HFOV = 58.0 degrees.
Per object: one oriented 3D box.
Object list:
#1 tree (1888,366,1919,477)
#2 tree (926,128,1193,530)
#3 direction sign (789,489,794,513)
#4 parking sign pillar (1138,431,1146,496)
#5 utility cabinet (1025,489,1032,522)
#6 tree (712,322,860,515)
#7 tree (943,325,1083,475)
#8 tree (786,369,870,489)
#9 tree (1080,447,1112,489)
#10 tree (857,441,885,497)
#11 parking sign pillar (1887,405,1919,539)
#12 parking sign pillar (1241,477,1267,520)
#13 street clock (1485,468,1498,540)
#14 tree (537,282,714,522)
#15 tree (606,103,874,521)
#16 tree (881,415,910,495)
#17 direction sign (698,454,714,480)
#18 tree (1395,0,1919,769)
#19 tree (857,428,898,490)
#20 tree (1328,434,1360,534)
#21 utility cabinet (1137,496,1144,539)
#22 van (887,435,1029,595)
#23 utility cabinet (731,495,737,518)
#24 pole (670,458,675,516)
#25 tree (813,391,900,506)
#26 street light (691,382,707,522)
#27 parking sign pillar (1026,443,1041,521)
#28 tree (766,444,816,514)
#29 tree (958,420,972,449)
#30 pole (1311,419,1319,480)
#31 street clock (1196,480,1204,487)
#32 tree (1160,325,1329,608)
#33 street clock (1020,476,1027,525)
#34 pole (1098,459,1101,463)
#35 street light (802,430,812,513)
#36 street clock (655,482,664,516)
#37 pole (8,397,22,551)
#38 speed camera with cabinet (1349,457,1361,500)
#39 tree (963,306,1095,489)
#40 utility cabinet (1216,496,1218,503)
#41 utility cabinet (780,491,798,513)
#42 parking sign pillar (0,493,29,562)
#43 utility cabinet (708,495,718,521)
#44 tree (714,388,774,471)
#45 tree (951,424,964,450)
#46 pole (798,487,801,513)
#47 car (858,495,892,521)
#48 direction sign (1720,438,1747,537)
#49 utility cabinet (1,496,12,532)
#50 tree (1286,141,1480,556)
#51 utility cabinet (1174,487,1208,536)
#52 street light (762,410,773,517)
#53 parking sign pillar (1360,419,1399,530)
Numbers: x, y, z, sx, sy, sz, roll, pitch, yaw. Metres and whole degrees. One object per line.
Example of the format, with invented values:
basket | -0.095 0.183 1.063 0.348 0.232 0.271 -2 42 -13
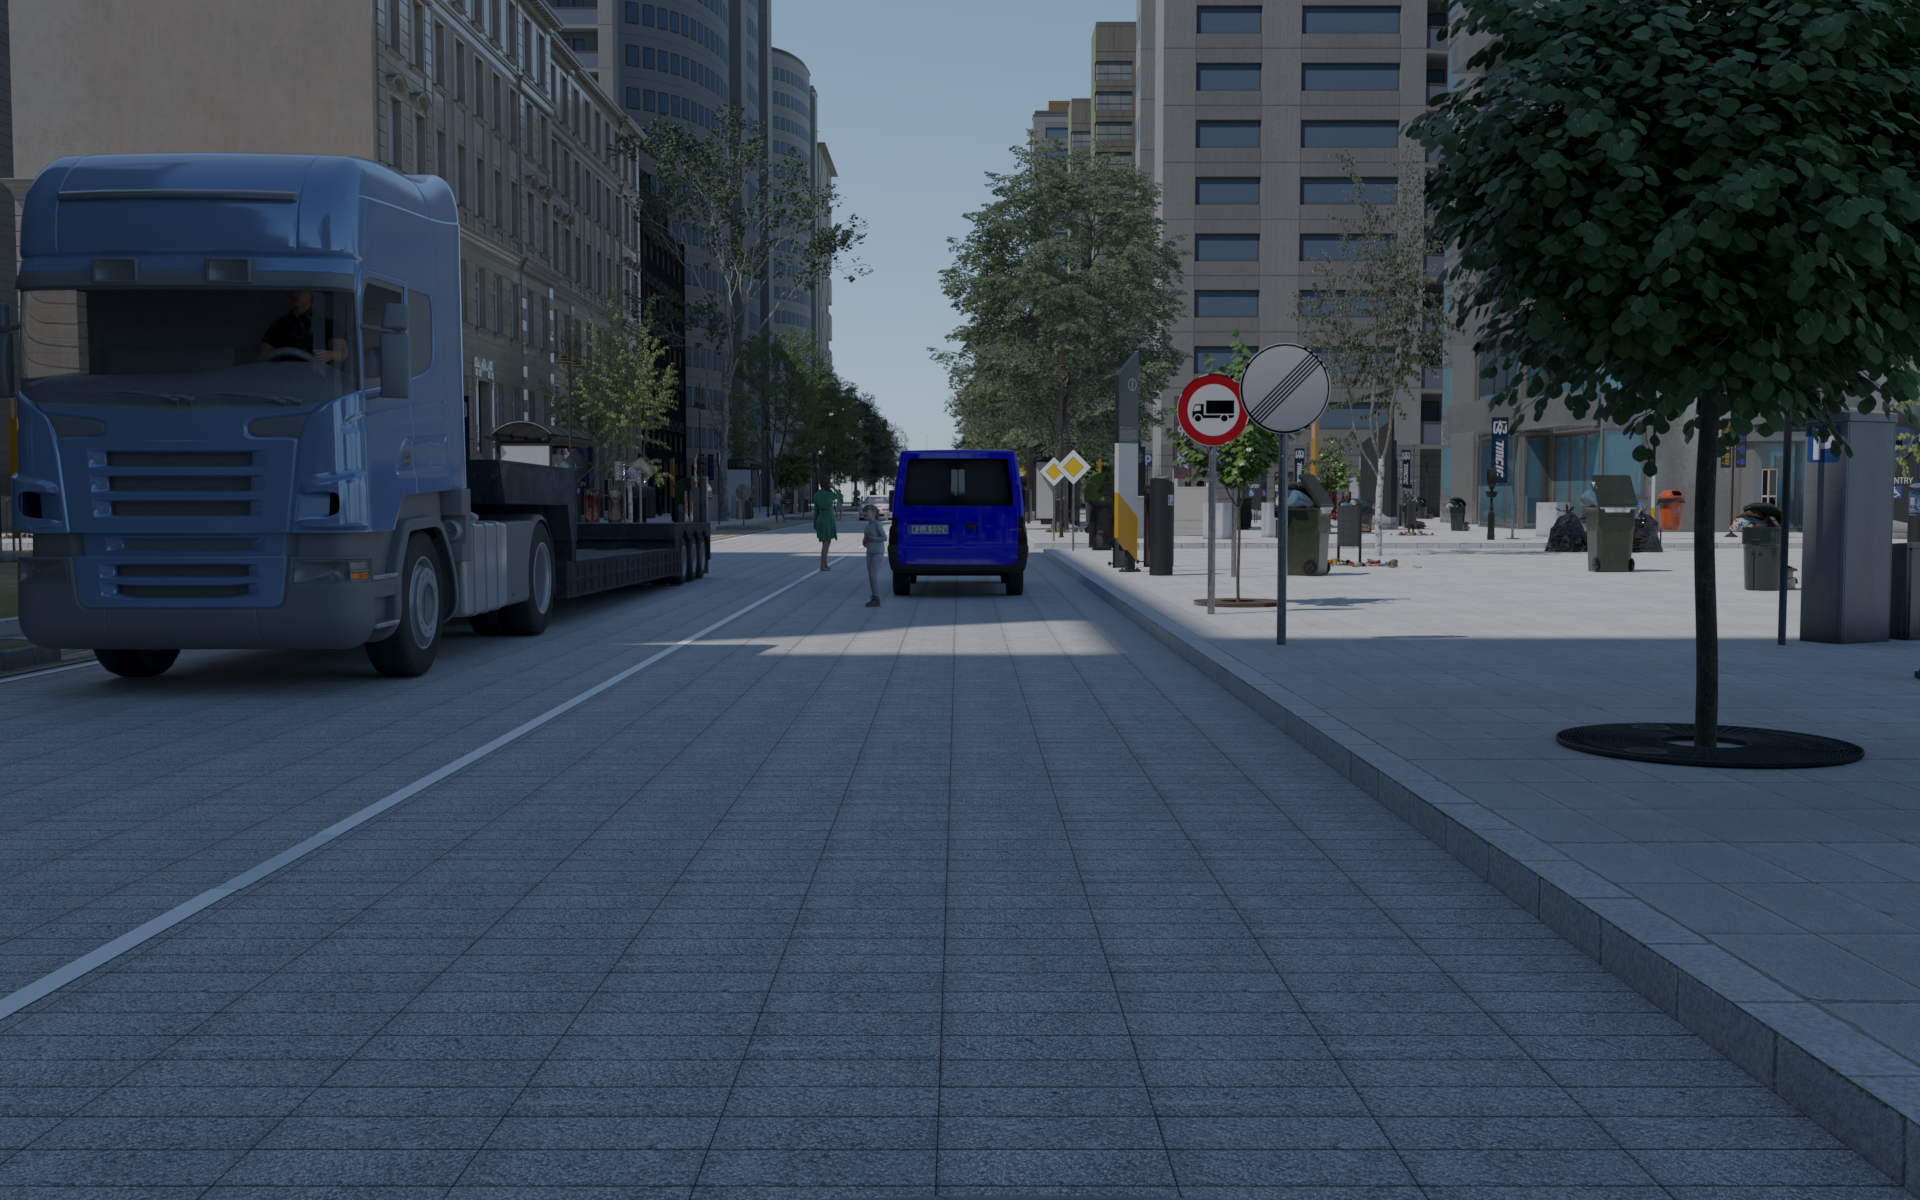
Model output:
tree | 19.793 -5.128 34.208 4.737 8.622 4.395 0 3 0
tree | 3.699 -9.491 61.832 9.857 13.997 8.962 0 3 0
direction sign | -11.408 -7.635 116.825 0.379 3.537 0.876 -2 4 -32
parking sign pillar | 7.023 -5.051 71.064 1.447 3.967 1.447 -3 4 -38
utility cabinet | 2.942 -4.319 79.294 0.318 1.500 1.173 1 4 22
tree | -11.262 -10.995 105.530 9.928 11.665 9.643 0 3 0
tree | 3.696 -11.946 112.318 9.611 12.733 9.660 0 3 0
tree | -11.882 -14.554 156.088 7.486 12.596 7.792 0 3 0
tree | 7.971 -7.418 104.999 4.285 4.588 4.351 0 3 0
tree | -10.941 -15.163 198.281 4.360 8.622 3.978 0 3 0
parking sign pillar | 27.048 -3.752 49.819 1.447 3.967 1.447 -2 4 -30
parking sign pillar | 14.604 -5.963 85.963 1.447 3.967 1.447 -3 5 -40
street clock | 14.826 -2.676 48.317 0.358 2.002 0.471 1 4 10
tree | -11.424 -6.682 59.607 4.737 8.622 4.395 0 3 0
tree | -10.201 -13.845 82.256 12.611 20.169 13.585 0 3 0
tree | -11.668 -21.774 266.376 12.009 13.543 11.850 0 3 0
direction sign | -14.399 -6.499 98.252 0.876 3.537 0.379 -1 4 -19
tree | 3.838 -1.528 8.697 4.285 4.588 4.351 0 3 0
tree | -11.356 -17.488 220.339 7.601 10.594 8.767 -3 5 -42
tree | 11.794 -3.735 55.662 1.663 3.219 1.824 0 3 0
utility cabinet | 5.204 -2.369 49.903 1.020 1.237 0.306 -2 4 -25
van | -0.024 -1.332 26.169 2.240 2.365 5.245 0 3 0
utility cabinet | -11.917 -4.916 91.536 0.306 1.237 1.020 0 4 -5
pole | -16.828 -6.559 101.078 0.158 3.312 0.155 0 3 0
tree | -11.167 -16.498 186.741 9.611 12.733 9.660 0 3 0
street light | -10.717 -6.033 71.429 0.468 5.910 1.993 0 3 0
parking sign pillar | 3.483 -5.815 83.550 1.447 3.967 1.447 0 4 -7
tree | -11.058 -7.926 113.306 4.285 4.588 4.351 0 3 0
tree | 3.437 -19.643 239.295 7.486 12.596 7.792 0 3 0
pole | 9.595 -3.244 46.875 0.158 3.312 0.155 0 3 0
street clock | 12.801 -5.355 92.126 0.471 2.002 0.358 0 4 5
tree | 3.092 -1.553 19.998 1.663 3.219 1.824 0 3 0
street clock | 2.494 -3.945 69.066 0.358 2.002 0.471 -1 4 -20
pole | 7.919 -6.382 98.184 0.158 3.312 0.155 0 3 0
street light | -10.657 -8.945 119.046 0.468 5.910 1.993 0 3 0
street clock | -17.328 -5.833 99.940 0.358 2.002 0.471 2 4 33
pole | -19.153 -2.524 35.105 0.158 3.312 0.155 0 3 0
speed camera with cabinet | 21.487 -5.984 92.166 0.660 3.252 2.038 3 5 43
tree | 3.725 -10.153 91.752 9.928 11.665 9.643 0 3 0
utility cabinet | 10.335 -3.760 72.629 1.020 1.237 0.306 -2 4 -27
utility cabinet | -11.741 -6.736 118.806 1.173 1.500 0.318 -2 4 -30
parking sign pillar | -18.561 -2.717 32.891 1.447 3.967 1.447 -2 4 -35
utility cabinet | -11.643 -4.363 82.489 1.020 1.237 0.306 -1 4 -17
tree | -15.023 -10.254 118.007 4.737 8.622 4.395 0 3 0
tree | 4.139 -16.924 187.084 12.009 13.543 11.850 0 3 0
pole | -11.158 -7.740 120.384 0.158 3.312 0.155 0 3 0
car | -4.501 -5.072 95.286 2.083 1.381 4.827 0 4 2
direction sign | 22.982 -3.640 51.507 0.379 3.537 0.876 -2 4 -26
utility cabinet | -32.263 -2.927 59.020 0.306 1.237 1.020 2 4 33
tree | 8.711 -5.231 35.885 4.360 8.622 3.978 0 3 0
utility cabinet | 7.019 -2.708 52.949 1.173 1.500 0.318 1 4 16
street light | -10.616 -7.516 95.679 0.468 5.910 1.993 0 3 0
parking sign pillar | 15.122 -4.530 62.538 1.447 3.967 1.447 -3 5 -44
